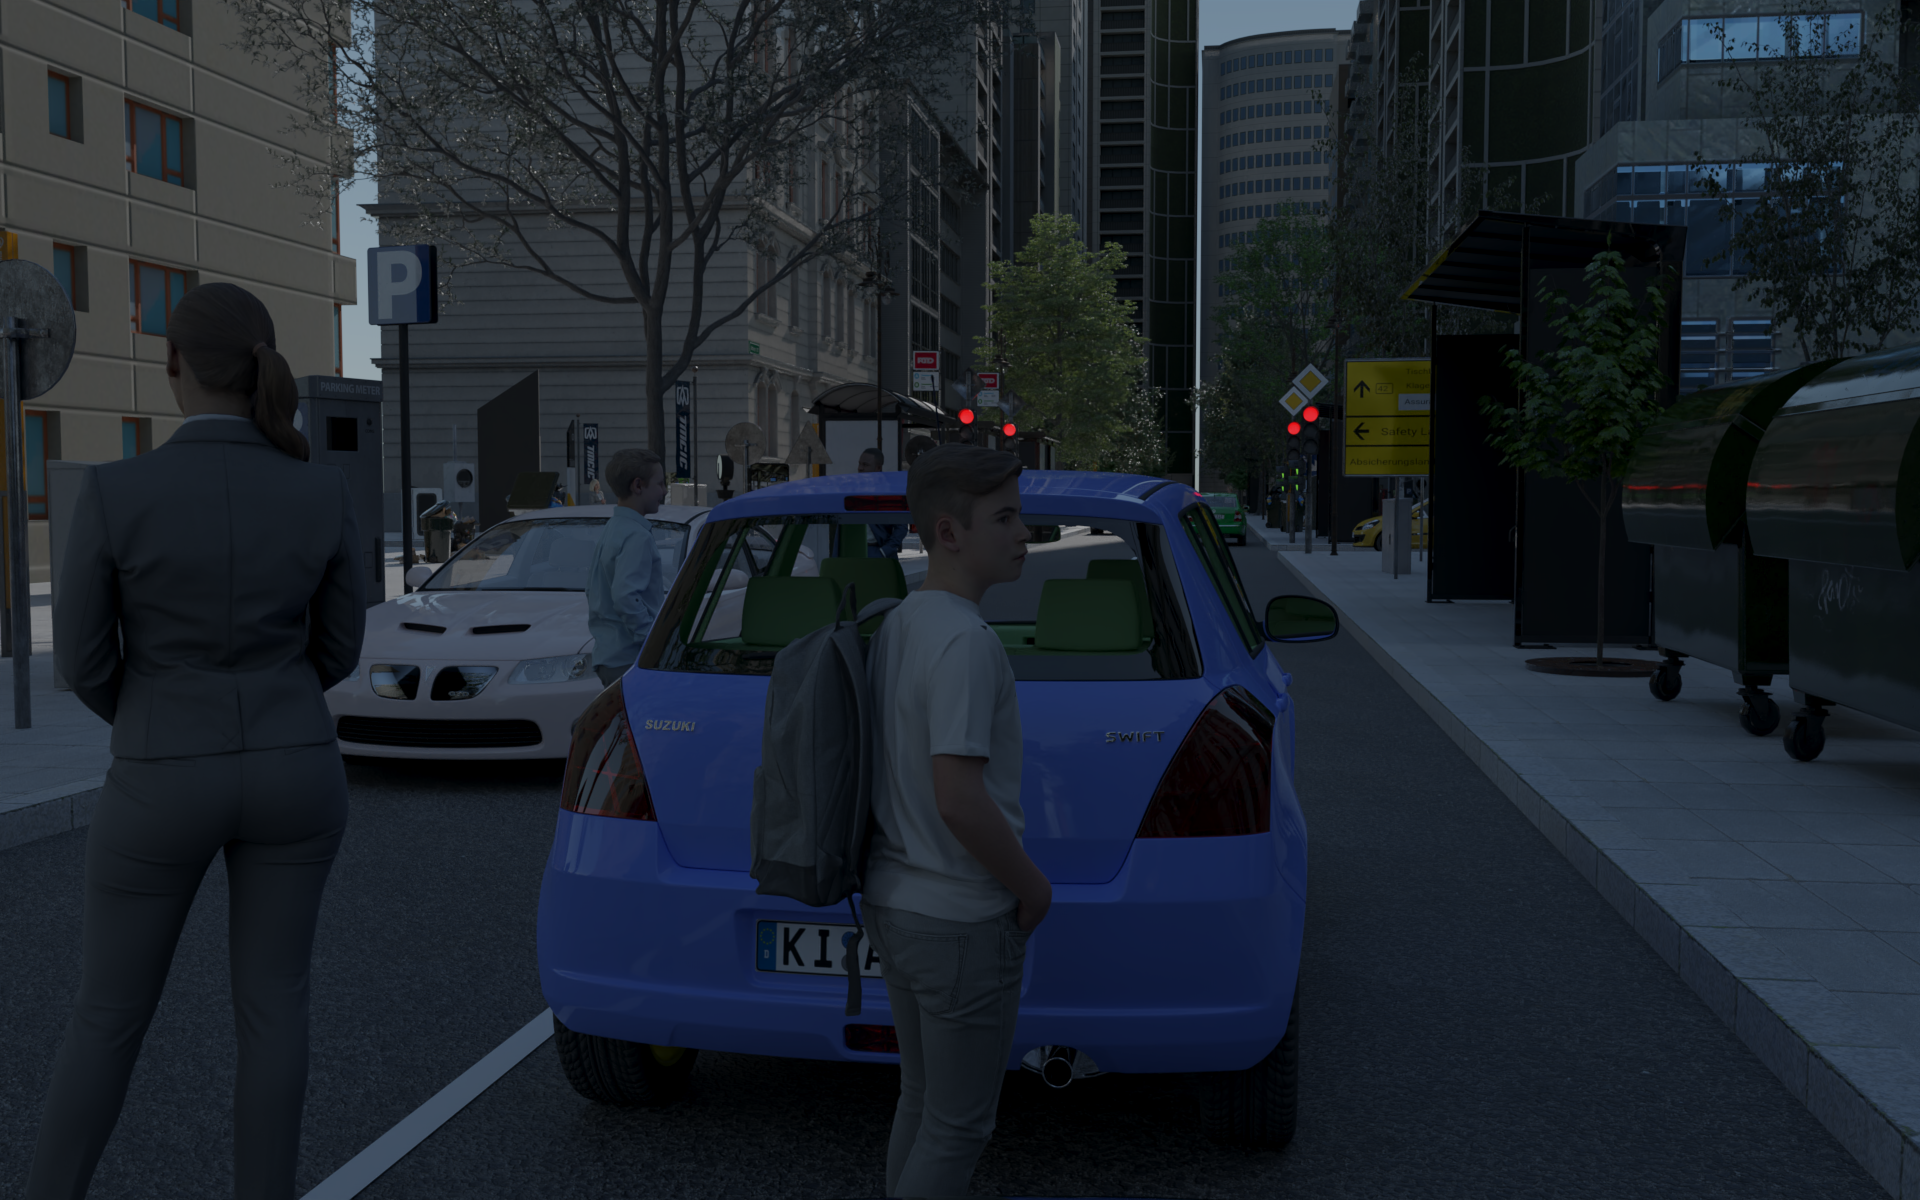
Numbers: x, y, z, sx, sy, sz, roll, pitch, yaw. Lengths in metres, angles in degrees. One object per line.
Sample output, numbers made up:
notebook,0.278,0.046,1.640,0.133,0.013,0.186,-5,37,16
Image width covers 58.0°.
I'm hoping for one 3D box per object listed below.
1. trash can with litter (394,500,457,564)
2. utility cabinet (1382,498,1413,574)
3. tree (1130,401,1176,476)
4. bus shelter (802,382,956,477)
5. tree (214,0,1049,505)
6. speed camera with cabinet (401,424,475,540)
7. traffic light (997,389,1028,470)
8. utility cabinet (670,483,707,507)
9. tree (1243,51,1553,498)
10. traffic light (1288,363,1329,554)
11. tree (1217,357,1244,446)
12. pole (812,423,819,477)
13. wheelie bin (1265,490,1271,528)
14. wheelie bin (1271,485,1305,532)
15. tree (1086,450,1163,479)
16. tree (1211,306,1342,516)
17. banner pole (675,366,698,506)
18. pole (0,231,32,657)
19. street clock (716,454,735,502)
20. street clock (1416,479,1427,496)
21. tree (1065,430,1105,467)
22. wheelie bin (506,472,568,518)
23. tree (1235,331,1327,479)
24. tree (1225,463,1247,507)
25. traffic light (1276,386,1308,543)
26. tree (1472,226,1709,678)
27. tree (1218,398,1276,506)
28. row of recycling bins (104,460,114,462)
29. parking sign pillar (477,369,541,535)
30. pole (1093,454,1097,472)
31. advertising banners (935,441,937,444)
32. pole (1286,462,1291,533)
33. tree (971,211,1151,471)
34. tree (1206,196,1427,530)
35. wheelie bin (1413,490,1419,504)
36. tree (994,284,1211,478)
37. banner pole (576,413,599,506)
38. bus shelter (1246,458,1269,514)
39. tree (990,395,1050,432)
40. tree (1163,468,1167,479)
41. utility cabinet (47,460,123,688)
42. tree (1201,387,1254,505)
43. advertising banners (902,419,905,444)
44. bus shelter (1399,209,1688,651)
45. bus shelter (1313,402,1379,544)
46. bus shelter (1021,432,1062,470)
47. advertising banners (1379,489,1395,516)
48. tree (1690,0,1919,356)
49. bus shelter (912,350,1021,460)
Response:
trash can with litter,-9.902,-1.265,32.076,1.055,1.170,0.624,-2,4,-35
utility cabinet,7.082,-1.037,28.122,0.306,1.237,1.020,0,4,3
tree,12.948,-10.809,127.089,4.737,8.622,4.395,0,3,0
bus shelter,-1.474,-2.461,34.154,2.014,3.302,5.546,1,4,8
tree,-3.767,-6.806,21.652,12.009,13.543,11.850,0,3,0
speed camera with cabinet,-14.663,-3.323,48.667,0.660,3.252,2.038,3,5,40
traffic light,1.374,-3.503,46.187,0.839,4.253,0.868,1,4,8
utility cabinet,-5.635,-1.677,36.097,0.318,1.500,1.173,1,4,15
tree,7.621,-4.826,29.267,4.360,8.622,3.978,0,3,0
traffic light,7.491,-2.955,37.230,0.839,4.253,0.868,1,4,8
tree,12.862,-7.390,71.195,4.360,8.622,3.978,0,3,0
pole,-4.172,-3.442,50.120,0.158,3.312,0.155,0,3,0
wheelie bin,11.895,-3.495,65.055,0.693,1.594,0.980,2,4,34
wheelie bin,11.190,-3.085,58.348,0.980,1.594,0.693,3,4,38
tree,9.105,-7.267,102.523,4.285,4.588,4.351,0,3,0
tree,18.164,-11.397,103.348,9.611,12.733,9.660,0,3,0
banner pole,-5.299,-2.678,33.796,0.401,3.779,0.863,2,4,28
pole,-7.451,-1.207,13.581,0.158,3.312,0.155,0,3,0
street clock,-4.242,-1.637,31.327,0.358,2.002,0.471,-1,4,-20
street clock,21.868,-4.745,82.153,0.471,2.002,0.358,0,4,1
tree,7.806,-10.137,116.105,4.360,8.622,3.978,0,3,0
wheelie bin,-5.948,-1.008,24.396,0.980,1.594,0.693,1,4,17
tree,14.681,-7.779,77.545,4.737,8.622,4.395,0,3,0
tree,27.757,-11.398,170.071,4.285,4.588,4.351,0,3,0
traffic light,8.659,-3.438,45.130,0.839,4.253,0.868,1,4,8
tree,4.781,-1.099,12.572,1.663,3.219,1.824,0,3,0
tree,29.876,-15.868,177.563,7.486,12.596,7.792,0,3,0
row of recycling bins,-10.512,-0.955,22.730,1.069,1.692,3.534,0,4,-5
parking sign pillar,-9.756,-3.000,37.515,1.447,3.967,1.447,-1,4,-11
pole,6.096,-5.169,78.355,0.158,3.312,0.155,0,3,0
advertising banners,-1.495,-3.685,56.436,2.074,3.025,0.090,-3,5,-44
pole,10.760,-3.837,56.572,0.158,3.312,0.155,0,3,0
tree,3.943,-9.323,70.558,7.486,12.596,7.792,0,3,0
tree,12.498,-8.310,61.631,9.928,11.665,9.643,0,3,0
wheelie bin,22.432,-4.782,86.095,0.693,1.594,0.980,1,4,10
tree,6.179,-10.582,90.016,9.611,12.733,9.660,0,3,0
banner pole,-11.604,-3.899,53.764,0.863,3.779,0.401,-2,4,-26
bus shelter,19.420,-7.487,113.703,1.731,3.624,6.357,1,4,9
tree,3.570,-9.136,99.738,4.360,8.622,3.978,0,3,0
tree,17.505,-10.825,160.699,4.285,4.588,4.351,0,3,0
utility cabinet,-5.643,-0.190,11.779,0.318,1.500,1.173,1,4,10
tree,31.600,-17.605,194.496,9.857,13.997,8.962,0,3,0
advertising banners,-2.055,-2.580,38.371,2.074,3.025,0.090,2,4,34
bus shelter,5.571,-1.591,17.298,1.731,3.624,6.357,1,4,8
bus shelter,10.404,-3.426,47.294,1.731,3.624,6.357,1,4,9
bus shelter,2.017,-5.012,59.574,2.179,5.291,8.768,1,4,9
advertising banners,12.560,-3.374,51.354,0.090,3.025,2.074,3,5,44
tree,12.272,-4.522,24.301,4.360,8.622,3.978,0,3,0
bus shelter,0.139,-4.483,50.930,2.179,5.291,8.768,1,4,8
